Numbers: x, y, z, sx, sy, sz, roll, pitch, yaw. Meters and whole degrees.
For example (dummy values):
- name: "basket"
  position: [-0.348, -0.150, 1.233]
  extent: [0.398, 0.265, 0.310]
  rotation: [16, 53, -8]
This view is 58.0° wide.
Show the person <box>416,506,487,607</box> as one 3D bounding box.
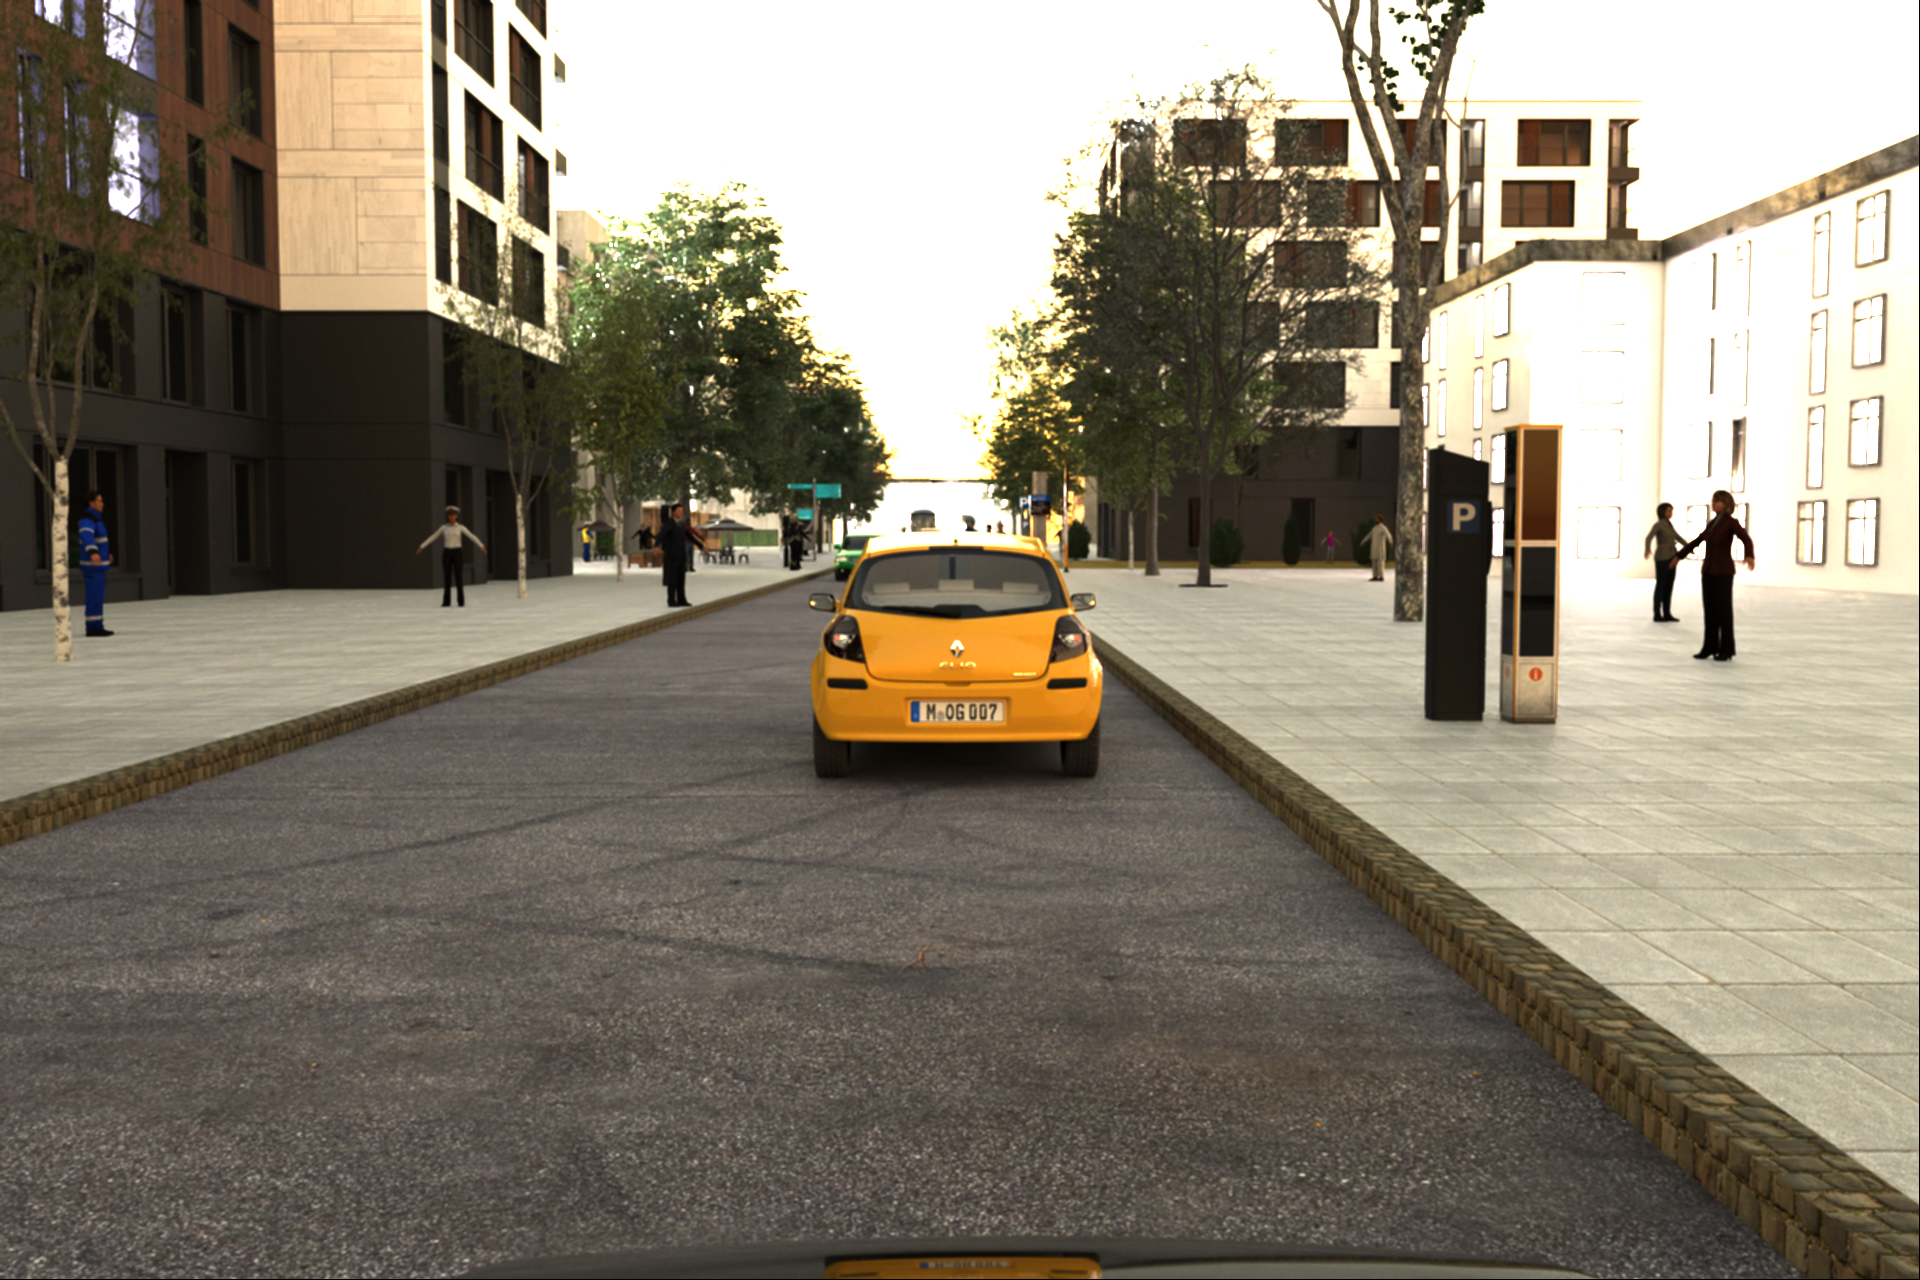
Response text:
- name: "person"
  position: [-8.987, -1.479, 30.639]
  extent: [1.216, 1.778, 0.721]
  rotation: [0, 4, -4]

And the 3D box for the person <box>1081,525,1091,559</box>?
- name: "person"
  position: [6.482, -5.165, 90.909]
  extent: [0.721, 1.772, 1.216]
  rotation: [3, 5, 43]

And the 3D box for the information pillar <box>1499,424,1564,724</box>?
- name: "information pillar"
  position: [3.881, -0.446, 11.780]
  extent: [0.304, 2.012, 0.304]
  rotation: [0, 4, -1]

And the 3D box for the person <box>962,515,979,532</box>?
- name: "person"
  position: [0.182, -1.665, 35.809]
  extent: [1.347, 1.817, 0.704]
  rotation: [2, 4, 32]

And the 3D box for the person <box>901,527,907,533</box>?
- name: "person"
  position: [-2.540, -4.390, 80.704]
  extent: [0.721, 1.772, 1.216]
  rotation: [-3, 5, -42]

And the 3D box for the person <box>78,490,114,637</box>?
- name: "person"
  position: [-10.851, -0.966, 21.771]
  extent: [0.704, 1.831, 1.345]
  rotation: [-1, 4, -20]

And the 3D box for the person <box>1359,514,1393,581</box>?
- name: "person"
  position: [11.383, -2.516, 47.226]
  extent: [0.704, 1.819, 1.344]
  rotation: [-2, 4, -26]

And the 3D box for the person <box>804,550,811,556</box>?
- name: "person"
  position: [-9.100, -5.913, 102.907]
  extent: [0.704, 1.802, 1.346]
  rotation: [-2, 4, -29]

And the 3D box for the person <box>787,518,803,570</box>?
- name: "person"
  position: [-5.863, -3.390, 61.292]
  extent: [0.704, 1.845, 1.351]
  rotation: [-2, 4, -24]

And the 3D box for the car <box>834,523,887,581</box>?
- name: "car"
  position: [-2.939, -2.783, 54.294]
  extent: [1.959, 1.807, 4.718]
  rotation: [0, 3, 0]

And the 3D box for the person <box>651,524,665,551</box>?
- name: "person"
  position: [-12.924, -4.235, 75.962]
  extent: [1.216, 1.740, 0.721]
  rotation: [-1, 4, -12]

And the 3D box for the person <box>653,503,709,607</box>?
- name: "person"
  position: [-4.984, -1.504, 30.632]
  extent: [0.704, 1.823, 1.345]
  rotation: [2, 4, 34]

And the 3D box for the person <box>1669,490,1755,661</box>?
- name: "person"
  position: [7.659, -0.662, 17.628]
  extent: [0.721, 1.729, 1.215]
  rotation: [-1, 4, -15]

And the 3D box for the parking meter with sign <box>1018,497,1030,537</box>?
- name: "parking meter with sign"
  position: [3.010, -5.156, 80.555]
  extent: [0.543, 3.016, 1.738]
  rotation: [0, 4, -1]

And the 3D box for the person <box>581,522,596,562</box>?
- name: "person"
  position: [-16.992, -4.468, 79.029]
  extent: [0.705, 1.833, 1.349]
  rotation: [-3, 4, -38]

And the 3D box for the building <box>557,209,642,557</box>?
- name: "building"
  position: [-28.727, -13.956, 94.643]
  extent: [16.747, 18.905, 31.486]
  rotation: [0, 4, 0]

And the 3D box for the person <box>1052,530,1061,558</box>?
- name: "person"
  position: [5.544, -5.296, 92.735]
  extent: [1.346, 1.812, 0.704]
  rotation: [2, 4, 26]

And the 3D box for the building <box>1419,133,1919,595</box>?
- name: "building"
  position: [20.760, -6.574, 49.638]
  extent: [9.099, 9.664, 28.070]
  rotation: [0, 4, 0]

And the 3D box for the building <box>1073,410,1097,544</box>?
- name: "building"
  position: [25.058, -24.452, 230.721]
  extent: [19.493, 23.208, 18.063]
  rotation: [0, 4, -1]

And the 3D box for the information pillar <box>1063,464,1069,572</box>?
- name: "information pillar"
  position: [3.575, -4.091, 58.249]
  extent: [0.183, 3.616, 0.504]
  rotation: [0, 3, 0]

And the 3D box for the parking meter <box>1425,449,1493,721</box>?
- name: "parking meter"
  position: [3.443, -0.382, 11.956]
  extent: [0.399, 1.863, 0.255]
  rotation: [0, 4, 0]

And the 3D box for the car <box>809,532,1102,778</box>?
- name: "car"
  position: [-0.044, -0.086, 11.628]
  extent: [2.015, 1.641, 3.980]
  rotation: [0, 4, -1]

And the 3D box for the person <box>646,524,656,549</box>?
- name: "person"
  position: [-18.253, -5.869, 101.726]
  extent: [0.705, 1.858, 1.354]
  rotation: [2, 4, 23]

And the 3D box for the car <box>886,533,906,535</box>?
- name: "car"
  position: [-2.335, -3.516, 66.286]
  extent: [1.959, 1.807, 4.718]
  rotation: [0, 4, 0]

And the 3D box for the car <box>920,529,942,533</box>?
- name: "car"
  position: [-2.058, -6.923, 121.864]
  extent: [2.281, 1.827, 5.304]
  rotation: [0, 4, 0]

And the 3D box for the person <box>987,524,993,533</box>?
- name: "person"
  position: [1.617, -5.214, 91.388]
  extent: [0.704, 1.843, 1.345]
  rotation: [1, 4, 23]

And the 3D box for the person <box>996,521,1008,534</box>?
- name: "person"
  position: [1.268, -2.849, 54.894]
  extent: [1.347, 1.847, 0.705]
  rotation: [2, 4, 32]

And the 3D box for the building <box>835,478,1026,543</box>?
- name: "building"
  position: [-4.219, -19.257, 259.455]
  extent: [28.070, 9.664, 9.099]
  rotation: [0, 4, 6]

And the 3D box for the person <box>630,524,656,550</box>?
- name: "person"
  position: [-16.751, -5.221, 91.557]
  extent: [1.347, 1.806, 0.705]
  rotation: [-1, 4, -14]

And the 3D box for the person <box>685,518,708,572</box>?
- name: "person"
  position: [-9.219, -3.231, 58.927]
  extent: [1.345, 1.816, 0.704]
  rotation: [-3, 4, -38]

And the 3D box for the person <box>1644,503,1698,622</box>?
- name: "person"
  position: [10.376, -1.135, 25.317]
  extent: [1.215, 1.744, 0.721]
  rotation: [-2, 4, -34]

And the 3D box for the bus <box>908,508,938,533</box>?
- name: "bus"
  position: [-3.518, -10.915, 170.007]
  extent: [2.896, 3.916, 12.251]
  rotation: [0, 3, 0]

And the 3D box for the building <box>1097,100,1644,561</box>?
- name: "building"
  position: [21.537, -15.548, 98.177]
  extent: [27.936, 21.610, 32.646]
  rotation: [0, 3, 0]

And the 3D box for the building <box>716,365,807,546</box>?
- name: "building"
  position: [-27.225, -20.201, 196.751]
  extent: [16.747, 18.905, 31.486]
  rotation: [0, 4, 1]

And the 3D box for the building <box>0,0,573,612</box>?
- name: "building"
  position: [-26.147, -11.832, 37.425]
  extent: [27.936, 21.610, 32.646]
  rotation: [0, 4, 0]

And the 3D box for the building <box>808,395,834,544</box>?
- name: "building"
  position: [-26.656, -22.437, 233.294]
  extent: [16.747, 18.905, 31.486]
  rotation: [0, 4, 0]

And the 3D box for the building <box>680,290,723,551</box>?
- name: "building"
  position: [-25.253, -17.057, 135.304]
  extent: [16.016, 20.090, 11.380]
  rotation: [0, 4, -1]

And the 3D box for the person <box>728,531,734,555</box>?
- name: "person"
  position: [-13.662, -5.957, 103.579]
  extent: [0.705, 1.806, 1.347]
  rotation: [-1, 4, -10]

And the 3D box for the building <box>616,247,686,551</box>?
- name: "building"
  position: [-25.118, -15.854, 115.630]
  extent: [16.016, 20.090, 11.380]
  rotation: [0, 4, 0]
